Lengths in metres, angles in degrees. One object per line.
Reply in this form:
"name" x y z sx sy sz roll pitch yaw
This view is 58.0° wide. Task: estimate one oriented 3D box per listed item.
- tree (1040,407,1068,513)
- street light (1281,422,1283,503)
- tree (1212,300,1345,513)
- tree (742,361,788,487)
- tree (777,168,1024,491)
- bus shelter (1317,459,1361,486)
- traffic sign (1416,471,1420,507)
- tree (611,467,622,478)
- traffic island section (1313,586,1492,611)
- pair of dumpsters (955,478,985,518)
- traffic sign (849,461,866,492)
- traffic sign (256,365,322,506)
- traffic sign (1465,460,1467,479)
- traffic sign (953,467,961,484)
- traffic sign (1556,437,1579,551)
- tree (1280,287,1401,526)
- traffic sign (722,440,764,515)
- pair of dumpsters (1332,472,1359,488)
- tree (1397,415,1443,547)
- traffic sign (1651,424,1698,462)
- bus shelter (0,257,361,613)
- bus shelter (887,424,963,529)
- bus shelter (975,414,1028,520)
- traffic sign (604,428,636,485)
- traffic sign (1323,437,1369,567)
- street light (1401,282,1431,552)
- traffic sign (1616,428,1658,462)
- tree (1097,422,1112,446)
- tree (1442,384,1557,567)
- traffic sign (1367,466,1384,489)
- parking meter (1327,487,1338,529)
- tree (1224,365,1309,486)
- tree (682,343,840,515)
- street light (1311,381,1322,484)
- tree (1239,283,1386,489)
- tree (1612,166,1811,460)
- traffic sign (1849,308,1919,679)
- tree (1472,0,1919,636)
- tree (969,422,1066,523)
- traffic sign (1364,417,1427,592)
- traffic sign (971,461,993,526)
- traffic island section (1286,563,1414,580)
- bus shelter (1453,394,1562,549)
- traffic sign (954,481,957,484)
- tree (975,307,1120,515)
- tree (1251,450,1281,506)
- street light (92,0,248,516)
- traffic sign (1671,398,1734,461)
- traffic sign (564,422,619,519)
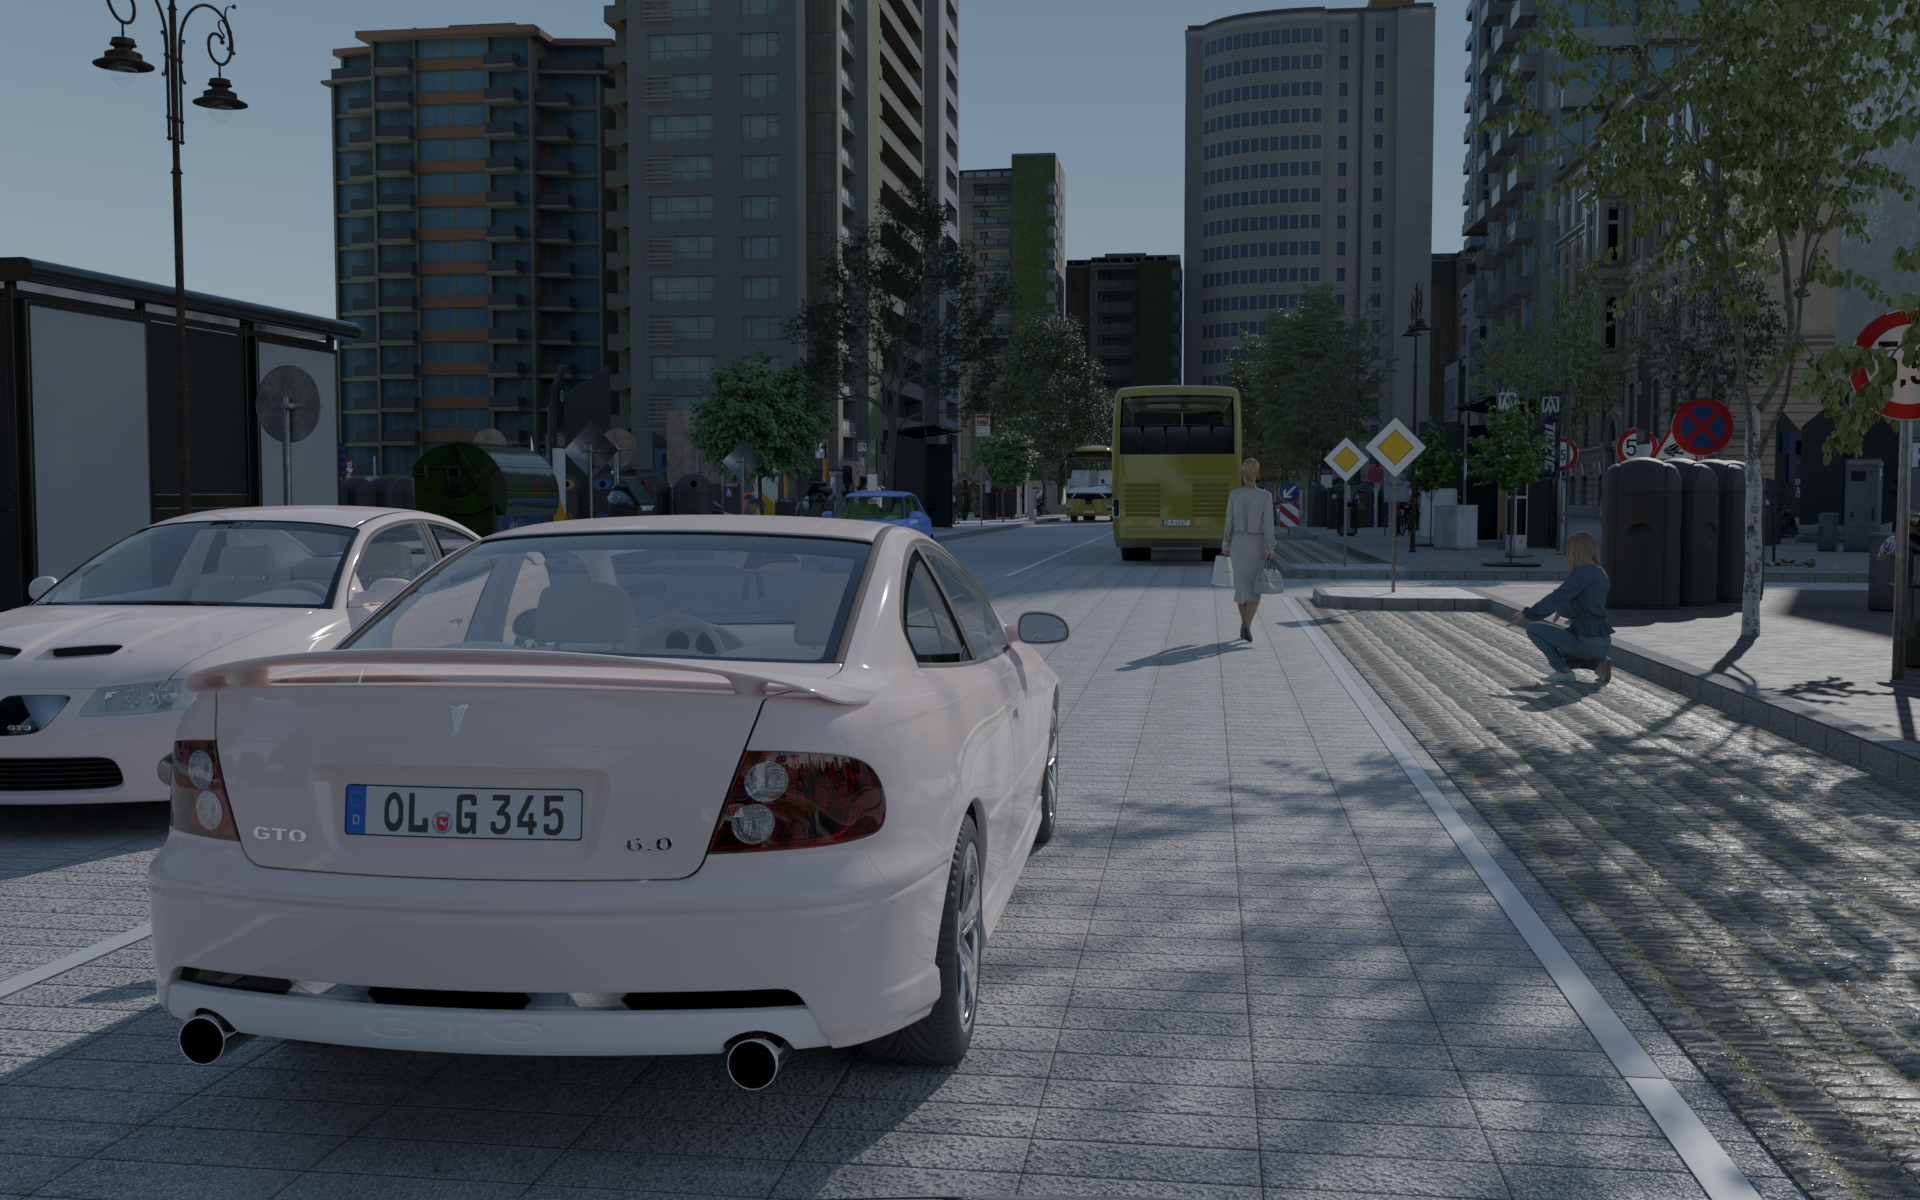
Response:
"tree" 6.820 -10.276 118.368 4.360 8.622 3.978 0 3 0
"street light" 19.354 -8.024 103.981 0.468 5.910 1.993 0 4 8
"tree" 21.672 -12.775 115.521 9.857 13.997 8.962 0 3 0
"tree" -11.035 -8.884 95.619 4.360 8.622 3.978 0 3 0
"tree" -1.825 -7.037 49.463 7.601 10.594 8.767 1 4 17
"bus shelter" 18.188 -5.443 82.918 2.014 3.302 5.546 1 4 8
"traffic sign" 18.334 -4.234 69.227 0.884 2.594 0.081 1 4 9
"tree" -20.062 -6.312 97.806 1.663 3.219 1.824 0 3 0
"traffic island section" 5.677 -0.021 22.619 2.009 0.180 2.903 0 4 8
"pair of dumpsters" 0.607 -5.547 93.188 1.574 2.255 4.437 0 4 8
"traffic sign" -3.983 -4.062 66.519 0.768 2.556 0.104 1 4 16
"traffic sign" -6.646 -1.041 17.125 0.768 2.556 0.104 1 4 18
"traffic sign" 15.101 -2.978 50.824 0.606 2.300 0.079 1 4 15
"traffic sign" -0.329 -4.167 69.318 0.795 2.450 0.064 1 4 17
"traffic sign" 13.402 -2.362 38.726 0.768 2.556 0.104 1 4 11
"tree" 13.431 -6.751 60.739 4.360 8.622 3.978 0 3 0
"traffic sign" -4.007 -1.734 31.998 0.795 2.450 0.064 0 4 8
"pair of dumpsters" 16.970 -4.605 77.784 1.574 2.255 4.437 0 4 8
"tree" 11.403 -2.922 42.384 1.663 3.219 1.824 0 3 0
"traffic sign" 12.185 -1.808 29.560 0.884 2.594 0.081 1 4 8
"bus shelter" -8.987 -2.404 16.939 2.179 5.291 8.768 1 4 8
"bus shelter" -1.198 -4.277 61.217 1.731 3.624 6.357 1 4 8
"bus shelter" 2.213 -6.821 89.163 2.179 5.291 8.768 0 4 8
"traffic sign" -6.612 -2.036 33.401 0.768 2.556 0.104 1 4 14
"traffic sign" 6.776 -1.640 30.451 0.795 2.450 0.064 0 4 8
"street light" 9.973 -3.988 37.987 0.468 5.910 1.993 0 4 8
"traffic sign" 12.964 -2.026 33.231 0.768 2.556 0.104 1 4 11
"tree" 15.133 -13.656 173.633 4.360 8.622 3.978 0 3 0
"tree" 9.684 -2.215 30.809 1.663 3.219 1.824 0 3 0
"traffic sign" 19.117 -4.873 79.771 0.768 2.556 0.104 1 4 13
"parking meter" 13.578 -3.350 63.183 0.372 1.533 0.369 0 3 0
"tree" 24.178 -12.931 137.172 9.928 11.665 9.643 0 3 0
"tree" -4.342 -3.295 37.586 4.285 4.588 4.351 0 3 0
"street light" 14.665 -6.022 71.245 0.468 5.910 1.993 0 4 8
"tree" 18.937 -10.704 93.140 7.486 12.596 7.792 0 3 0
"tree" 16.197 -5.309 37.171 4.360 8.622 3.978 0 3 0
"traffic sign" 6.520 -0.725 11.960 0.768 2.556 0.104 1 4 18
"tree" 7.001 -3.976 15.377 4.737 8.622 4.395 0 3 0
"tree" 2.034 -5.813 78.748 4.285 4.588 4.351 0 3 0
"traffic sign" 5.652 -1.156 22.545 0.795 2.450 0.064 0 4 8
"traffic sign" 0.857 -4.203 68.719 0.884 2.594 0.081 1 4 14
"traffic island section" 6.801 -0.504 30.524 2.009 0.180 2.903 0 4 8
"bus shelter" 13.773 -3.213 43.818 1.731 3.624 6.357 1 4 8
"traffic sign" -0.484 -5.755 94.202 0.768 2.556 0.104 1 4 9
"tree" 5.257 -11.570 106.178 9.611 12.733 9.660 0 3 0
"tree" 26.161 -11.867 144.388 4.737 8.622 4.395 0 3 0
"street light" -6.799 -2.588 15.102 0.468 5.910 1.993 0 4 8
"traffic sign" 9.826 -1.399 22.986 0.768 2.556 0.104 1 4 17
"traffic sign" -5.131 -1.251 24.093 0.795 2.450 0.064 0 4 8
